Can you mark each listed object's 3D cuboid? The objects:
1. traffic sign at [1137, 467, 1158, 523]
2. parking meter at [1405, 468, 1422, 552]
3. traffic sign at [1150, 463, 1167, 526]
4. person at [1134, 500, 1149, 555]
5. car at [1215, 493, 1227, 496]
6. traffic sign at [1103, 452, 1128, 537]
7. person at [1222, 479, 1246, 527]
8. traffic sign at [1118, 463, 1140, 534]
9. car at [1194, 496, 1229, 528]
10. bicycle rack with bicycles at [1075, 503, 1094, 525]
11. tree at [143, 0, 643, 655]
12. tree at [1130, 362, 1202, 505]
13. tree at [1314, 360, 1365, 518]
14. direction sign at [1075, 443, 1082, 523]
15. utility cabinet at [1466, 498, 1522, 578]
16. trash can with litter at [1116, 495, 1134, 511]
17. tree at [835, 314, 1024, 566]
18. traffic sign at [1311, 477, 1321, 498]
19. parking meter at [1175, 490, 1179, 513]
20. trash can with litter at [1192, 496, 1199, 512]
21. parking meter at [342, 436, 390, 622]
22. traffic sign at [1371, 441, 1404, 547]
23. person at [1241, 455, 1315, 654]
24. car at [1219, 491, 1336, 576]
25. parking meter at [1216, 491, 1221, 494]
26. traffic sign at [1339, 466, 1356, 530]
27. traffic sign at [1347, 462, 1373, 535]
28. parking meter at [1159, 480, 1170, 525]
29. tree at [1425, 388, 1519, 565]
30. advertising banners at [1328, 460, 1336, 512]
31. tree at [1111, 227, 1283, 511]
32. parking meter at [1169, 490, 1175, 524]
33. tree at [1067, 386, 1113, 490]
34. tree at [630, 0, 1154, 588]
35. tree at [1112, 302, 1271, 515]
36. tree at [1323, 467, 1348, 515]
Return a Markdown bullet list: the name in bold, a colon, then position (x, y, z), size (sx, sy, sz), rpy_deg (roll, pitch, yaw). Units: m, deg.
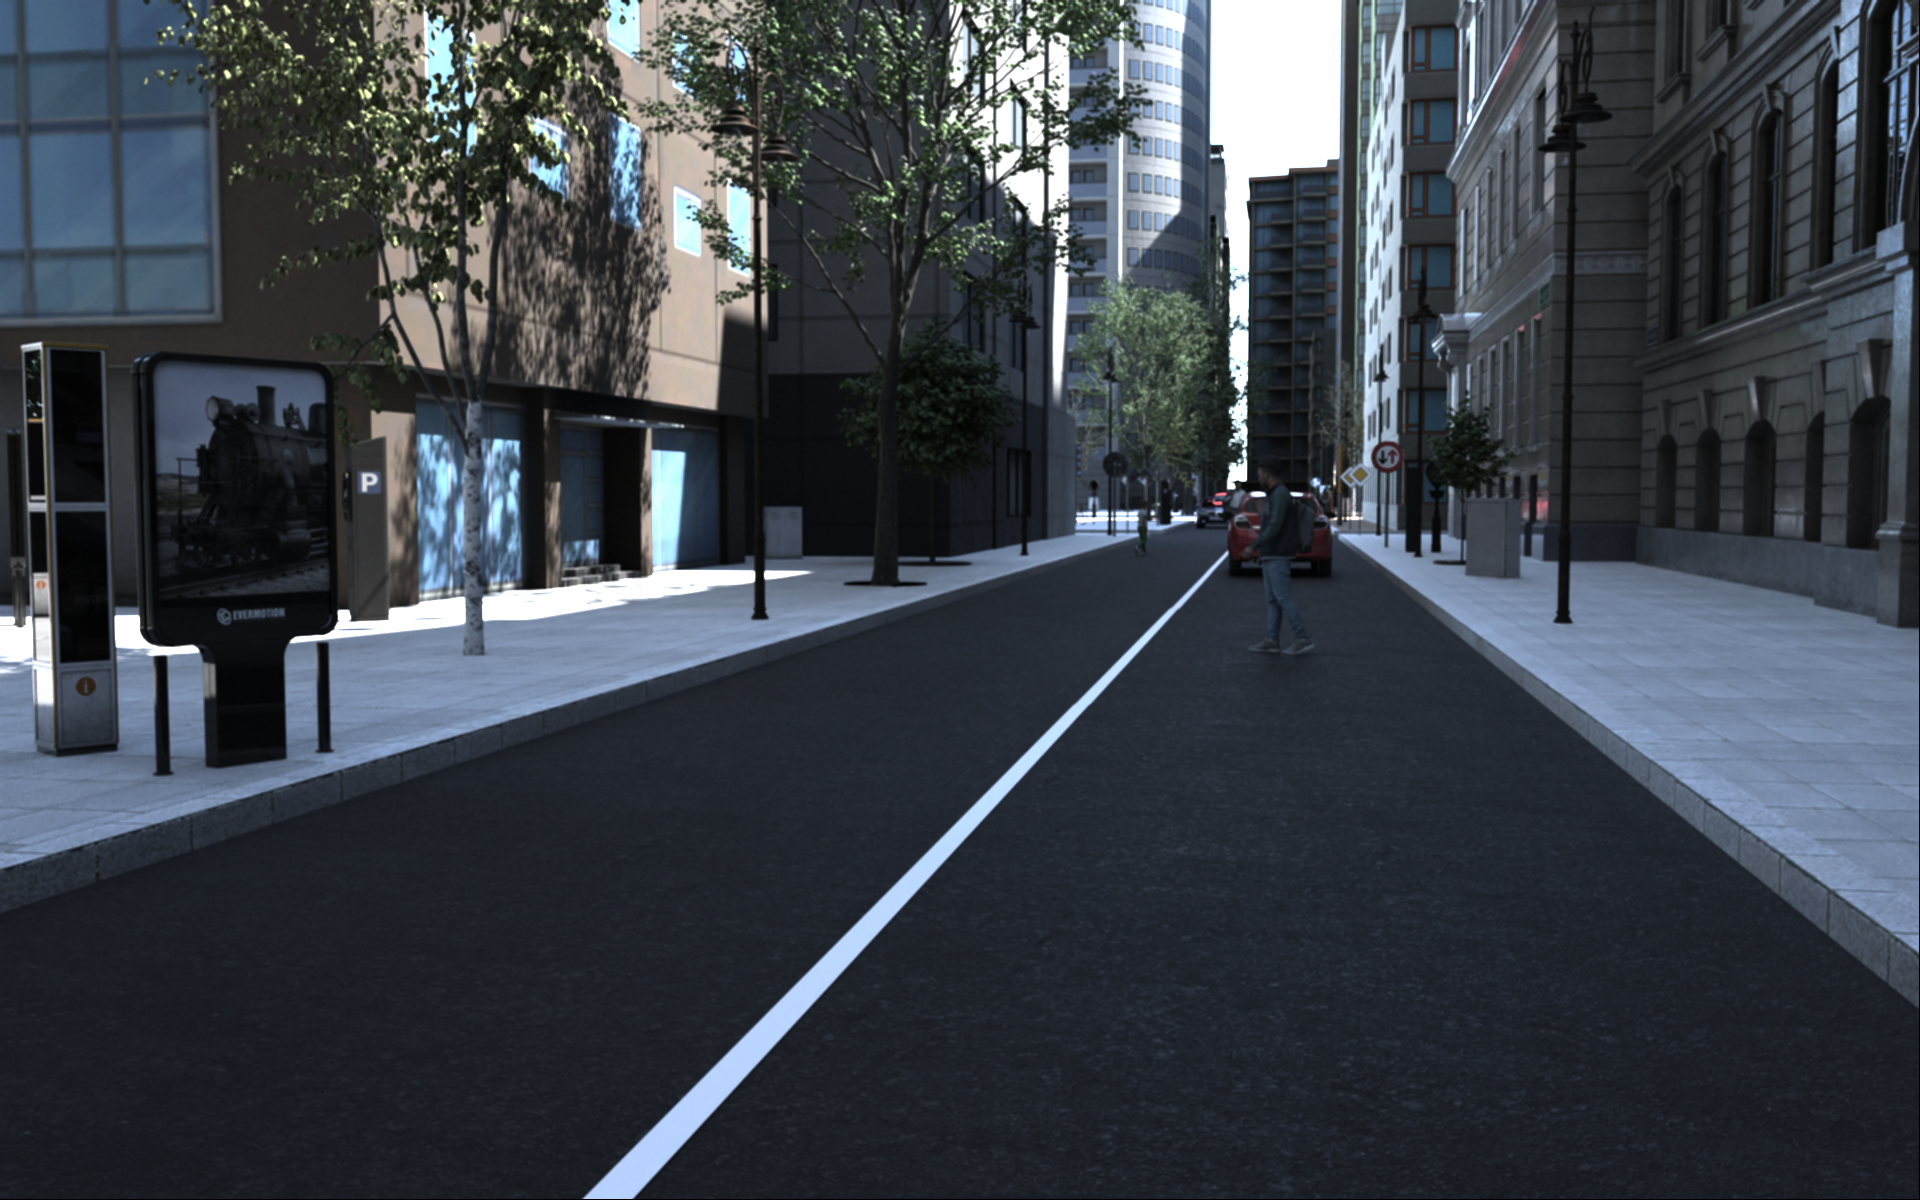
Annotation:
- **traffic sign**: position (6.832, -3.646, 63.258), size (0.795, 2.450, 0.064), rpy_deg (1, 4, 11)
- **parking meter**: position (10.061, -1.999, 38.389), size (0.255, 1.863, 0.399), rpy_deg (2, 4, 31)
- **traffic sign**: position (7.985, -4.271, 69.939), size (0.768, 2.556, 0.104), rpy_deg (1, 4, 11)
- **person**: position (4.271, -1.711, 40.721), size (0.306, 1.304, 0.590), rpy_deg (3, 5, 42)
- **car**: position (13.865, -4.930, 89.641), size (2.155, 1.783, 4.494), rpy_deg (1, 4, 11)
- **traffic sign**: position (4.653, -3.181, 52.123), size (0.768, 2.556, 0.104), rpy_deg (1, 4, 20)
- **person**: position (7.455, -2.350, 47.030), size (0.679, 1.850, 0.850), rpy_deg (0, 4, 2)
- **traffic sign**: position (5.367, -3.166, 55.408), size (0.795, 2.450, 0.064), rpy_deg (1, 4, 11)
- **car**: position (10.944, -3.721, 73.419), size (1.945, 1.354, 3.894), rpy_deg (1, 4, 11)
- **bicycle rack with bicycles**: position (4.237, -3.610, 72.413), size (2.852, 0.926, 2.925), rpy_deg (2, 4, 30)
- **tree**: position (-4.074, -3.875, 13.722), size (4.737, 8.622, 4.395), rpy_deg (0, 3, 0)
- **tree**: position (11.429, -8.835, 94.816), size (4.737, 8.622, 4.395), rpy_deg (0, 3, 0)
- **tree**: position (21.400, -8.797, 94.199), size (4.360, 8.622, 3.978), rpy_deg (0, 3, 0)
- **direction sign**: position (5.200, -5.246, 77.777), size (0.379, 3.537, 0.876), rpy_deg (-2, 4, -30)
- **utility cabinet**: position (8.265, -0.959, 26.844), size (0.306, 1.237, 1.020), rpy_deg (-1, 4, -19)
- **trash can with litter**: position (12.008, -7.180, 128.458), size (2.233, 1.210, 1.678), rpy_deg (-1, 4, -23)
- **tree**: position (-0.424, -2.914, 31.366), size (4.285, 4.588, 4.351), rpy_deg (0, 3, 0)
- **traffic sign**: position (27.185, -8.084, 132.286), size (0.768, 2.556, 0.104), rpy_deg (1, 4, 11)
- **parking meter**: position (14.814, -6.759, 118.916), size (0.372, 1.533, 0.369), rpy_deg (0, 3, 0)
- **trash can with litter**: position (16.678, -6.932, 124.729), size (1.055, 1.170, 0.624), rpy_deg (-3, 5, -44)
- **parking meter**: position (-5.988, -0.718, 17.454), size (0.399, 1.863, 0.255), rpy_deg (-2, 4, -31)
- **traffic sign**: position (10.263, -2.538, 41.609), size (0.768, 2.556, 0.104), rpy_deg (1, 4, 15)
- **person**: position (2.866, -0.418, 15.679), size (0.721, 1.781, 0.623), rpy_deg (0, 4, -1)
- **car**: position (5.828, -1.389, 31.749), size (2.155, 1.783, 4.494), rpy_deg (1, 4, 9)
- **parking meter**: position (19.915, -7.658, 133.625), size (0.372, 1.533, 0.369), rpy_deg (0, 3, 0)
- **traffic sign**: position (13.950, -3.564, 61.913), size (0.795, 2.450, 0.064), rpy_deg (1, 4, 11)
- **traffic sign**: position (12.485, -3.084, 54.063), size (0.795, 2.450, 0.064), rpy_deg (1, 4, 11)
- **parking meter**: position (8.539, -4.074, 72.314), size (0.399, 1.863, 0.255), rpy_deg (-1, 4, -17)
- **tree**: position (9.331, -2.264, 31.626), size (1.663, 3.219, 1.824), rpy_deg (0, 3, 0)
- **advertising banners**: position (19.175, -5.693, 89.267), size (0.090, 3.025, 2.074), rpy_deg (1, 4, 21)
- **tree**: position (16.963, -16.505, 125.751), size (12.611, 20.169, 13.585), rpy_deg (0, 3, 0)
- **parking meter**: position (8.817, -4.005, 73.893), size (0.372, 1.533, 0.369), rpy_deg (0, 3, 0)
- **tree**: position (7.706, -10.062, 114.882), size (4.360, 8.622, 3.978), rpy_deg (0, 3, 0)
- **tree**: position (-0.910, -6.003, 23.901), size (9.928, 11.665, 9.643), rpy_deg (0, 3, 0)
- **tree**: position (13.720, -11.418, 103.698), size (9.611, 12.733, 9.660), rpy_deg (0, 3, 0)
- **tree**: position (23.502, -6.866, 106.861), size (1.663, 3.219, 1.824), rpy_deg (0, 3, 0)
